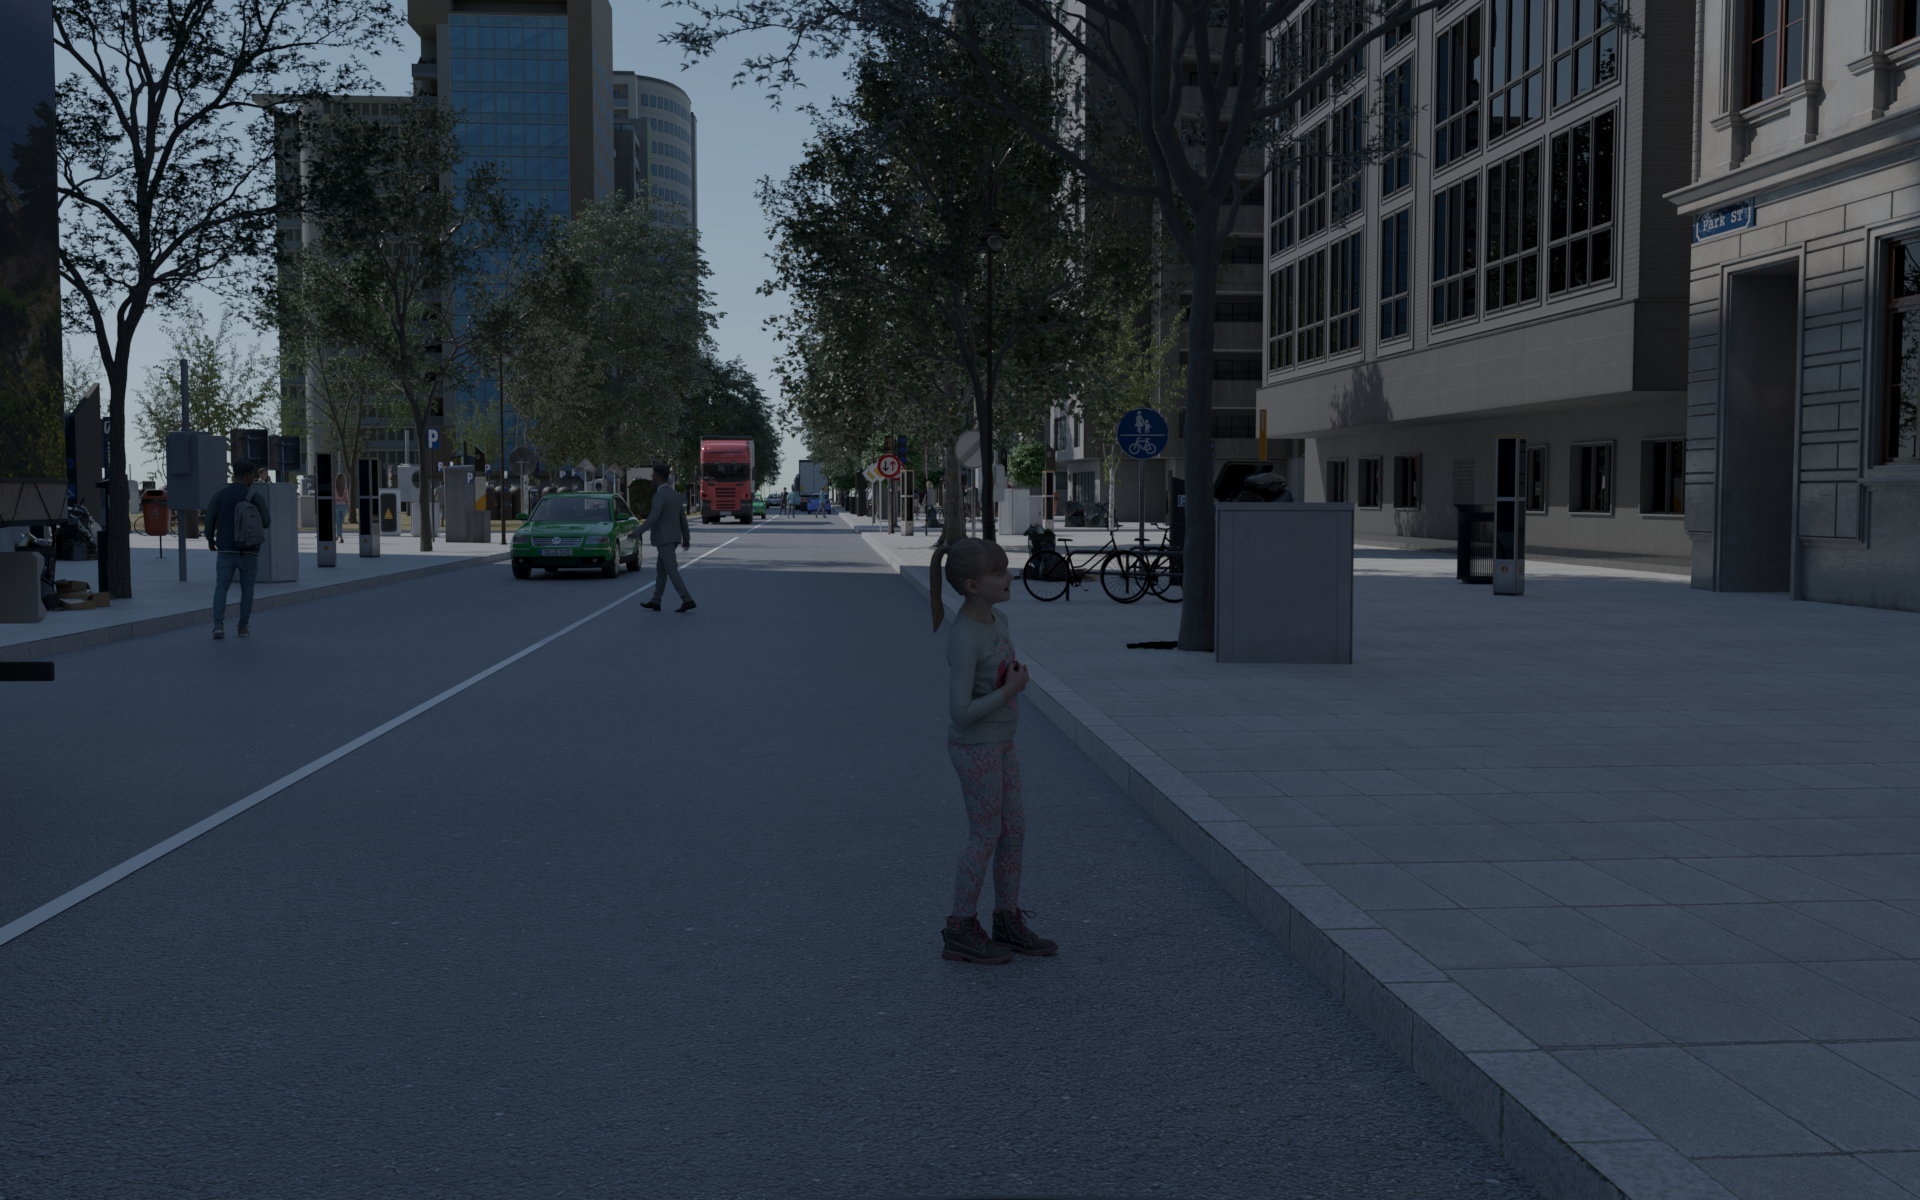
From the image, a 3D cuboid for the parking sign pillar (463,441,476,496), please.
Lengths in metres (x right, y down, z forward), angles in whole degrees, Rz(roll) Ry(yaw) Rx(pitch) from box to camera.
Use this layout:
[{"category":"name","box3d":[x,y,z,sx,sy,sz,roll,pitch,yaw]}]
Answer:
[{"category":"parking sign pillar","box3d":[-24.991,-6.097,88.162,1.447,3.967,1.447,-1,4,-12]}]

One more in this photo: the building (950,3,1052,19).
[{"category":"building","box3d":[5.884,-30.954,156.210,14.600,45.320,14.200,0,4,-5]}]

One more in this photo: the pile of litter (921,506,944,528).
[{"category":"pile of litter","box3d":[-0.891,-3.200,66.288,1.176,0.858,1.719,0,4,-6]}]

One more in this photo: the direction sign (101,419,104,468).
[{"category":"direction sign","box3d":[-26.021,-3.687,52.277,0.876,3.537,0.379,1,4,22]}]

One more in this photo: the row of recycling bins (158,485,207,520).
[{"category":"row of recycling bins","box3d":[-36.608,-4.643,83.028,3.534,1.692,1.069,-1,4,-10]}]

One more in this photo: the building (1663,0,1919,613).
[{"category":"building","box3d":[15.653,-10.849,13.541,11.583,22.565,21.152,0,4,-5]}]

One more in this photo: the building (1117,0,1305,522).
[{"category":"building","box3d":[12.017,-18.938,81.344,14.107,30.474,14.160,0,4,-5]}]

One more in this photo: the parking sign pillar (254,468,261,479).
[{"category":"parking sign pillar","box3d":[-40.203,-6.761,99.007,1.447,3.967,1.447,2,4,28]}]

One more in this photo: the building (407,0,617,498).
[{"category":"building","box3d":[-36.471,-30.203,143.930,14.600,45.320,14.200,0,4,-5]}]

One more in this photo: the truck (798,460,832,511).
[{"category":"truck","box3d":[-12.279,-9.629,146.341,2.839,4.237,11.283,0,4,-4]}]

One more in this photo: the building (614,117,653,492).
[{"category":"building","box3d":[-40.058,-30.530,182.752,14.154,41.232,14.086,0,4,-5]}]

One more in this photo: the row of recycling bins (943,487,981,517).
[{"category":"row of recycling bins","box3d":[0.069,-5.548,97.830,1.069,1.692,3.534,-2,4,-28]}]

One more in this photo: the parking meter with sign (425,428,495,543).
[{"category":"parking meter with sign","box3d":[-13.248,-3.031,45.810,1.738,3.016,0.543,1,4,19]}]

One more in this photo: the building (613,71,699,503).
[{"category":"building","box3d":[-48.154,-42.833,242.310,21.231,58.520,28.212,0,4,-5]}]

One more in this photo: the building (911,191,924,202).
[{"category":"building","box3d":[-0.953,-45.446,285.041,21.231,58.520,28.212,0,4,-5]}]

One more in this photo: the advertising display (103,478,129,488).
[{"category":"advertising display","box3d":[-33.024,-3.825,67.755,0.123,1.923,0.974,3,5,40]}]

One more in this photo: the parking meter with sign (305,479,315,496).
[{"category":"parking meter with sign","box3d":[-33.143,-5.649,88.620,0.543,3.016,1.738,1,4,11]}]

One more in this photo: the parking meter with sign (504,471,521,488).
[{"category":"parking meter with sign","box3d":[-33.699,-8.283,131.692,1.738,3.016,0.543,-3,4,-38]}]

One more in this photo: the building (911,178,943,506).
[{"category":"building","box3d":[2.564,-36.838,256.931,22.147,44.769,28.867,0,4,-5]}]

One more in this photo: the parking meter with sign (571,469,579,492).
[{"category":"parking meter with sign","box3d":[-26.077,-7.406,117.351,0.543,3.016,1.738,-1,4,-13]}]

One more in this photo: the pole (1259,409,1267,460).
[{"category":"pole","box3d":[7.300,-2.932,41.776,0.158,3.312,0.155,0,3,0]}]

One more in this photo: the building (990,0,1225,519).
[{"category":"building","box3d":[7.685,-20.601,108.522,14.160,30.474,14.107,0,4,-5]}]

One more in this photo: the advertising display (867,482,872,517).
[{"category":"advertising display","box3d":[-4.885,-5.498,95.110,0.123,1.923,0.974,-1,4,-20]}]

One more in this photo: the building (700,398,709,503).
[{"category":"building","box3d":[-53.884,-26.087,271.567,27.650,21.520,28.899,0,4,-5]}]

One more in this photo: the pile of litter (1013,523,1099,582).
[{"category":"pile of litter","box3d":[1.394,-0.732,25.927,1.176,0.858,1.719,-1,4,-19]}]

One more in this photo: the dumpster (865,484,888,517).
[{"category":"dumpster","box3d":[-4.699,-5.629,97.800,1.264,1.857,1.865,0,4,-5]}]

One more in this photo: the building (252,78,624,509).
[{"category":"building","box3d":[-45.938,-28.780,162.434,32.217,40.220,23.993,0,4,-5]}]

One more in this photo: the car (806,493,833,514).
[{"category":"car","box3d":[-10.261,-7.143,126.374,1.945,1.707,3.694,0,4,-4]}]

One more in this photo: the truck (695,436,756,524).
[{"category":"truck","box3d":[-11.490,-5.930,85.868,2.839,4.237,11.283,0,4,-6]}]

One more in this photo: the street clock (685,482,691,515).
[{"category":"street clock","box3d":[-16.632,-6.204,106.002,0.358,2.002,0.471,1,4,8]}]

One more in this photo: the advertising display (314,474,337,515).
[{"category":"advertising display","box3d":[-19.897,-3.017,54.537,0.123,1.923,0.974,2,4,27]}]

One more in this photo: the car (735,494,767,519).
[{"category":"car","box3d":[-12.038,-5.542,99.404,1.959,1.807,4.718,0,4,-6]}]

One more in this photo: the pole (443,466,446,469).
[{"category":"pole","box3d":[-37.081,-8.009,124.790,0.158,3.312,0.155,0,3,0]}]

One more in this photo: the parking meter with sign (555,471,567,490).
[{"category":"parking meter with sign","box3d":[-29.858,-8.116,128.951,0.543,3.016,1.738,1,4,9]}]

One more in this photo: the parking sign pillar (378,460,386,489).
[{"category":"parking sign pillar","box3d":[-45.485,-8.997,135.575,1.447,3.967,1.447,2,4,34]}]

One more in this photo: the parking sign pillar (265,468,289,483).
[{"category":"parking sign pillar","box3d":[-34.882,-6.157,89.131,1.447,3.967,1.447,-1,4,-11]}]

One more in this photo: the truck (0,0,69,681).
[{"category":"truck","box3d":[-5.338,-0.856,2.907,2.839,4.237,11.283,0,4,-3]}]

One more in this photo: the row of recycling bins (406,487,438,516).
[{"category":"row of recycling bins","box3d":[-30.490,-5.711,100.487,3.534,1.692,1.069,1,4,12]}]

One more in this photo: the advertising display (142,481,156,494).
[{"category":"advertising display","box3d":[-40.091,-4.920,85.660,0.123,1.923,0.974,0,4,6]}]

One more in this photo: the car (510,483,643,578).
[{"category":"car","box3d":[-6.774,-1.349,30.845,1.959,1.807,4.718,0,4,-3]}]

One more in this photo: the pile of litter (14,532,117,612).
[{"category":"pile of litter","box3d":[-10.219,-0.349,19.677,1.176,0.858,1.719,-1,4,-9]}]

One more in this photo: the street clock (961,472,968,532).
[{"category":"street clock","box3d":[0.097,-3.140,55.908,0.358,2.002,0.471,0,4,7]}]

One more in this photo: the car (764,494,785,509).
[{"category":"car","box3d":[-18.374,-9.811,172.214,2.131,1.459,4.920,0,4,-3]}]

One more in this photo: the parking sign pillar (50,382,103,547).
[{"category":"parking sign pillar","box3d":[-20.942,-3.228,41.253,1.447,3.967,1.447,0,4,-1]}]

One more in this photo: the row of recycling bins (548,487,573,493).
[{"category":"row of recycling bins","box3d":[-23.075,-5.409,95.555,3.534,1.692,1.069,-2,4,-32]}]

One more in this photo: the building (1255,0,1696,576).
[{"category":"building","box3d":[16.018,-14.833,36.029,14.314,27.812,24.014,0,4,-5]}]

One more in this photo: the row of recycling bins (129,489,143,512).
[{"category":"row of recycling bins","box3d":[-63.752,-7.691,132.857,3.534,1.692,1.069,1,4,18]}]

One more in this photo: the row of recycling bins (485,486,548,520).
[{"category":"row of recycling bins","box3d":[-22.272,-4.801,85.601,1.069,1.692,3.534,3,4,38]}]
